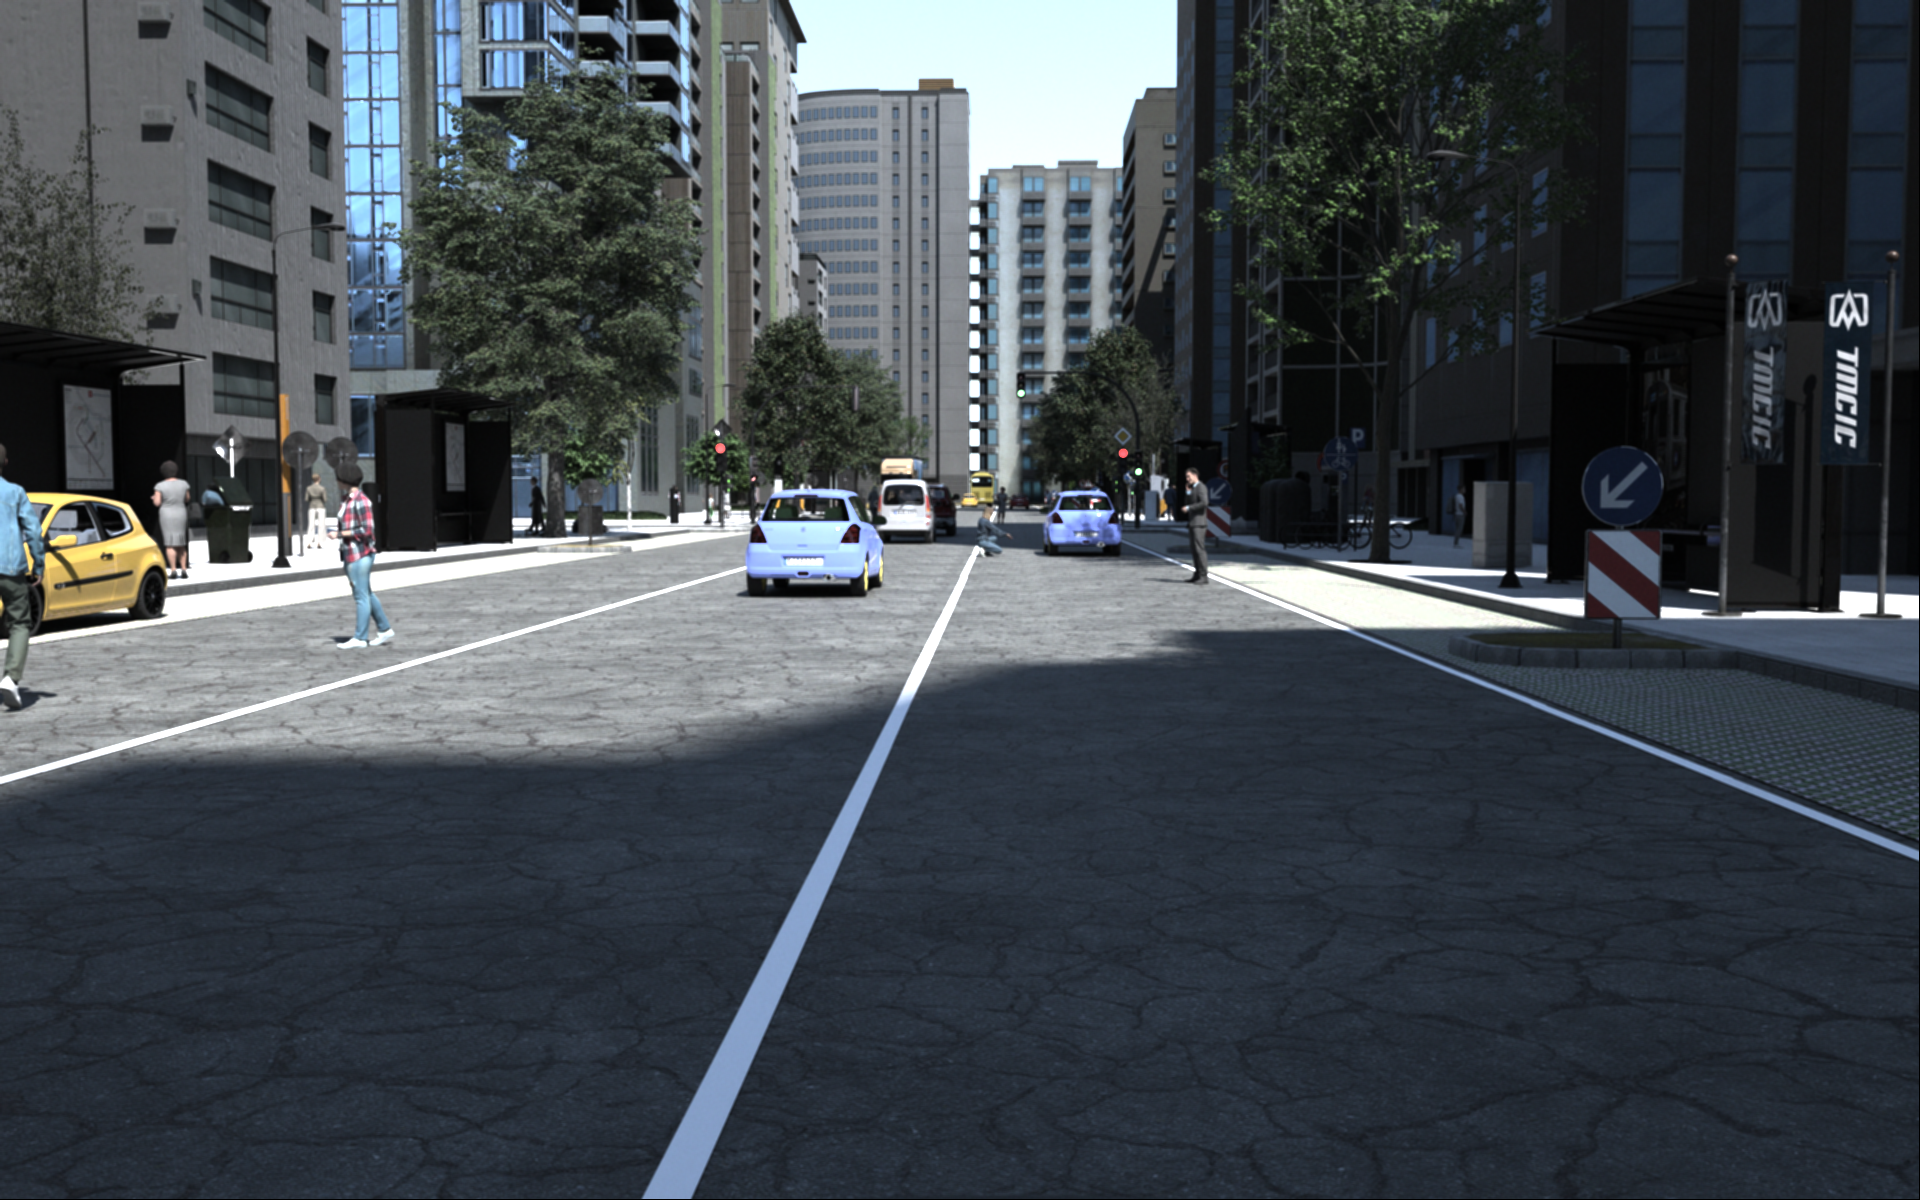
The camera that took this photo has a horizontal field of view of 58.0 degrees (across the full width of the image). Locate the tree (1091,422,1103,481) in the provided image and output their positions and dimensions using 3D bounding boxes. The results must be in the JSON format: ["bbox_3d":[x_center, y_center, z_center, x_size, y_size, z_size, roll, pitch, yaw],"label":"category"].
[{"bbox_3d":[11.154,-11.220,133.801,4.737,8.622,4.395,0,3,0],"label":"tree"}]

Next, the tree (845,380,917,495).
[{"bbox_3d":[-9.646,-14.242,158.615,9.928,11.665,9.643,0,3,0],"label":"tree"}]

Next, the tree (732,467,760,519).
[{"bbox_3d":[-11.449,-5.875,90.663,1.663,3.219,1.824,0,3,0],"label":"tree"}]

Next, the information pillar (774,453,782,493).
[{"bbox_3d":[-10.317,-6.555,98.532,0.504,3.616,0.183,2,4,25],"label":"information pillar"}]

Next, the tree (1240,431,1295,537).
[{"bbox_3d":[9.473,-3.486,51.603,1.663,3.219,1.824,0,3,0],"label":"tree"}]

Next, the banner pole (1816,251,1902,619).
[{"bbox_3d":[9.360,-1.710,17.972,0.863,3.779,0.401,1,4,13],"label":"banner pole"}]

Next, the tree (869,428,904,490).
[{"bbox_3d":[-7.970,-14.163,181.922,4.737,8.622,4.395,0,3,0],"label":"tree"}]

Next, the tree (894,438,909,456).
[{"bbox_3d":[-7.941,-15.809,208.838,4.360,8.622,3.978,0,3,0],"label":"tree"}]

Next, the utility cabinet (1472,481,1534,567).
[{"bbox_3d":[9.463,-1.313,30.154,1.173,1.500,0.318,-2,4,-31],"label":"utility cabinet"}]

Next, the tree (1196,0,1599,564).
[{"bbox_3d":[7.925,-6.485,31.783,9.928,11.665,9.643,0,3,0],"label":"tree"}]

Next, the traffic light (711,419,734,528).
[{"bbox_3d":[-8.882,-4.637,64.734,0.839,4.253,0.868,0,4,1],"label":"traffic light"}]

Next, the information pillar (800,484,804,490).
[{"bbox_3d":[-11.273,-8.030,122.638,0.504,3.616,0.183,2,4,27],"label":"information pillar"}]

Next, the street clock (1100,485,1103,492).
[{"bbox_3d":[11.454,-8.292,140.146,0.358,2.002,0.471,1,4,16],"label":"street clock"}]

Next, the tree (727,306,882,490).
[{"bbox_3d":[-9.992,-11.564,106.076,9.611,12.733,9.660,0,3,0],"label":"tree"}]

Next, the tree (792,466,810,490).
[{"bbox_3d":[-12.003,-8.290,119.249,4.285,4.588,4.351,0,3,0],"label":"tree"}]

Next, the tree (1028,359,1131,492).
[{"bbox_3d":[11.867,-15.480,159.747,9.857,13.997,8.962,0,3,0],"label":"tree"}]

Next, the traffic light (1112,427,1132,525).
[{"bbox_3d":[6.776,-5.102,72.343,0.839,4.253,0.868,0,4,1],"label":"traffic light"}]

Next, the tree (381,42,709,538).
[{"bbox_3d":[-11.900,-8.794,50.433,9.857,13.997,8.962,0,3,0],"label":"tree"}]

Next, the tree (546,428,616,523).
[{"bbox_3d":[-16.778,-5.697,76.854,4.285,4.588,4.351,0,3,0],"label":"tree"}]

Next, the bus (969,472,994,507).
[{"bbox_3d":[2.442,-12.442,194.973,2.896,3.916,12.252,0,4,0],"label":"bus"}]

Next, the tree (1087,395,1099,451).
[{"bbox_3d":[9.733,-9.203,100.824,4.360,8.622,3.978,0,3,0],"label":"tree"}]

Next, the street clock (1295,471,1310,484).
[{"bbox_3d":[10.811,-3.066,54.695,0.358,2.002,0.471,-2,4,-31],"label":"street clock"}]

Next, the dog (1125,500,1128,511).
[{"bbox_3d":[12.733,-7.095,130.377,0.800,0.831,0.513,-1,4,-21],"label":"dog"}]

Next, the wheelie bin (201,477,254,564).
[{"bbox_3d":[-13.543,-1.471,31.965,0.693,1.594,0.980,1,4,19],"label":"wheelie bin"}]

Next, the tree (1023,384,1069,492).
[{"bbox_3d":[11.709,-17.088,189.766,12.009,13.543,11.850,0,3,0],"label":"tree"}]

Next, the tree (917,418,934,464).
[{"bbox_3d":[-7.513,-18.006,220.160,9.928,11.665,9.643,0,3,0],"label":"tree"}]

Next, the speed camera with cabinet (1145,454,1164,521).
[{"bbox_3d":[9.500,-5.519,84.576,0.660,3.252,2.038,1,4,17],"label":"speed camera with cabinet"}]

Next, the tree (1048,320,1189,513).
[{"bbox_3d":[10.548,-12.100,114.841,9.611,12.733,9.660,0,3,0],"label":"tree"}]

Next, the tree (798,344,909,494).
[{"bbox_3d":[-9.127,-14.697,146.944,9.857,13.997,8.962,0,3,0],"label":"tree"}]

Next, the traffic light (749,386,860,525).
[{"bbox_3d":[-6.587,-5.996,72.699,4.771,5.953,1.251,0,4,1],"label":"traffic light"}]

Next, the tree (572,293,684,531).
[{"bbox_3d":[-11.878,-6.746,60.660,4.737,8.622,4.395,0,3,0],"label":"tree"}]

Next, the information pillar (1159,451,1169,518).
[{"bbox_3d":[10.977,-6.214,92.961,0.183,3.616,0.504,-3,5,-43],"label":"information pillar"}]

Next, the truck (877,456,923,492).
[{"bbox_3d":[-4.368,-8.571,129.046,2.839,4.237,11.283,0,4,3],"label":"truck"}]

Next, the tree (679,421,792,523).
[{"bbox_3d":[-10.716,-5.738,77.532,4.285,4.588,4.351,0,3,0],"label":"tree"}]

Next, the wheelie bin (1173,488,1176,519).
[{"bbox_3d":[11.095,-4.859,87.352,0.980,1.594,0.693,1,4,12],"label":"wheelie bin"}]

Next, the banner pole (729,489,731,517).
[{"bbox_3d":[-12.406,-6.411,94.830,0.863,3.779,0.401,2,4,24],"label":"banner pole"}]

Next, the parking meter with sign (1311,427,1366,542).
[{"bbox_3d":[9.982,-3.048,46.101,0.543,3.016,1.738,-2,4,-28],"label":"parking meter with sign"}]

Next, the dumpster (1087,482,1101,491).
[{"bbox_3d":[11.347,-8.705,144.825,1.502,2.255,1.985,0,4,2],"label":"dumpster"}]

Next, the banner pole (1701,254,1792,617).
[{"bbox_3d":[8.182,-1.711,17.994,0.401,3.779,0.863,-2,4,-34],"label":"banner pole"}]

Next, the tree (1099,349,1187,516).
[{"bbox_3d":[9.774,-8.442,88.384,4.360,8.622,3.978,0,3,0],"label":"tree"}]

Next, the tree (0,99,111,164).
[{"bbox_3d":[-17.042,-4.990,31.949,4.360,8.622,3.978,0,3,0],"label":"tree"}]

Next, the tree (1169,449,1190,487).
[{"bbox_3d":[16.397,-8.640,124.972,4.285,4.588,4.351,0,3,0],"label":"tree"}]

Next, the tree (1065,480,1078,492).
[{"bbox_3d":[12.849,-12.567,200.076,1.663,3.219,1.824,0,3,0],"label":"tree"}]

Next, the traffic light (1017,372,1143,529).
[{"bbox_3d":[4.481,-5.480,64.271,4.771,5.953,1.251,0,4,1],"label":"traffic light"}]
